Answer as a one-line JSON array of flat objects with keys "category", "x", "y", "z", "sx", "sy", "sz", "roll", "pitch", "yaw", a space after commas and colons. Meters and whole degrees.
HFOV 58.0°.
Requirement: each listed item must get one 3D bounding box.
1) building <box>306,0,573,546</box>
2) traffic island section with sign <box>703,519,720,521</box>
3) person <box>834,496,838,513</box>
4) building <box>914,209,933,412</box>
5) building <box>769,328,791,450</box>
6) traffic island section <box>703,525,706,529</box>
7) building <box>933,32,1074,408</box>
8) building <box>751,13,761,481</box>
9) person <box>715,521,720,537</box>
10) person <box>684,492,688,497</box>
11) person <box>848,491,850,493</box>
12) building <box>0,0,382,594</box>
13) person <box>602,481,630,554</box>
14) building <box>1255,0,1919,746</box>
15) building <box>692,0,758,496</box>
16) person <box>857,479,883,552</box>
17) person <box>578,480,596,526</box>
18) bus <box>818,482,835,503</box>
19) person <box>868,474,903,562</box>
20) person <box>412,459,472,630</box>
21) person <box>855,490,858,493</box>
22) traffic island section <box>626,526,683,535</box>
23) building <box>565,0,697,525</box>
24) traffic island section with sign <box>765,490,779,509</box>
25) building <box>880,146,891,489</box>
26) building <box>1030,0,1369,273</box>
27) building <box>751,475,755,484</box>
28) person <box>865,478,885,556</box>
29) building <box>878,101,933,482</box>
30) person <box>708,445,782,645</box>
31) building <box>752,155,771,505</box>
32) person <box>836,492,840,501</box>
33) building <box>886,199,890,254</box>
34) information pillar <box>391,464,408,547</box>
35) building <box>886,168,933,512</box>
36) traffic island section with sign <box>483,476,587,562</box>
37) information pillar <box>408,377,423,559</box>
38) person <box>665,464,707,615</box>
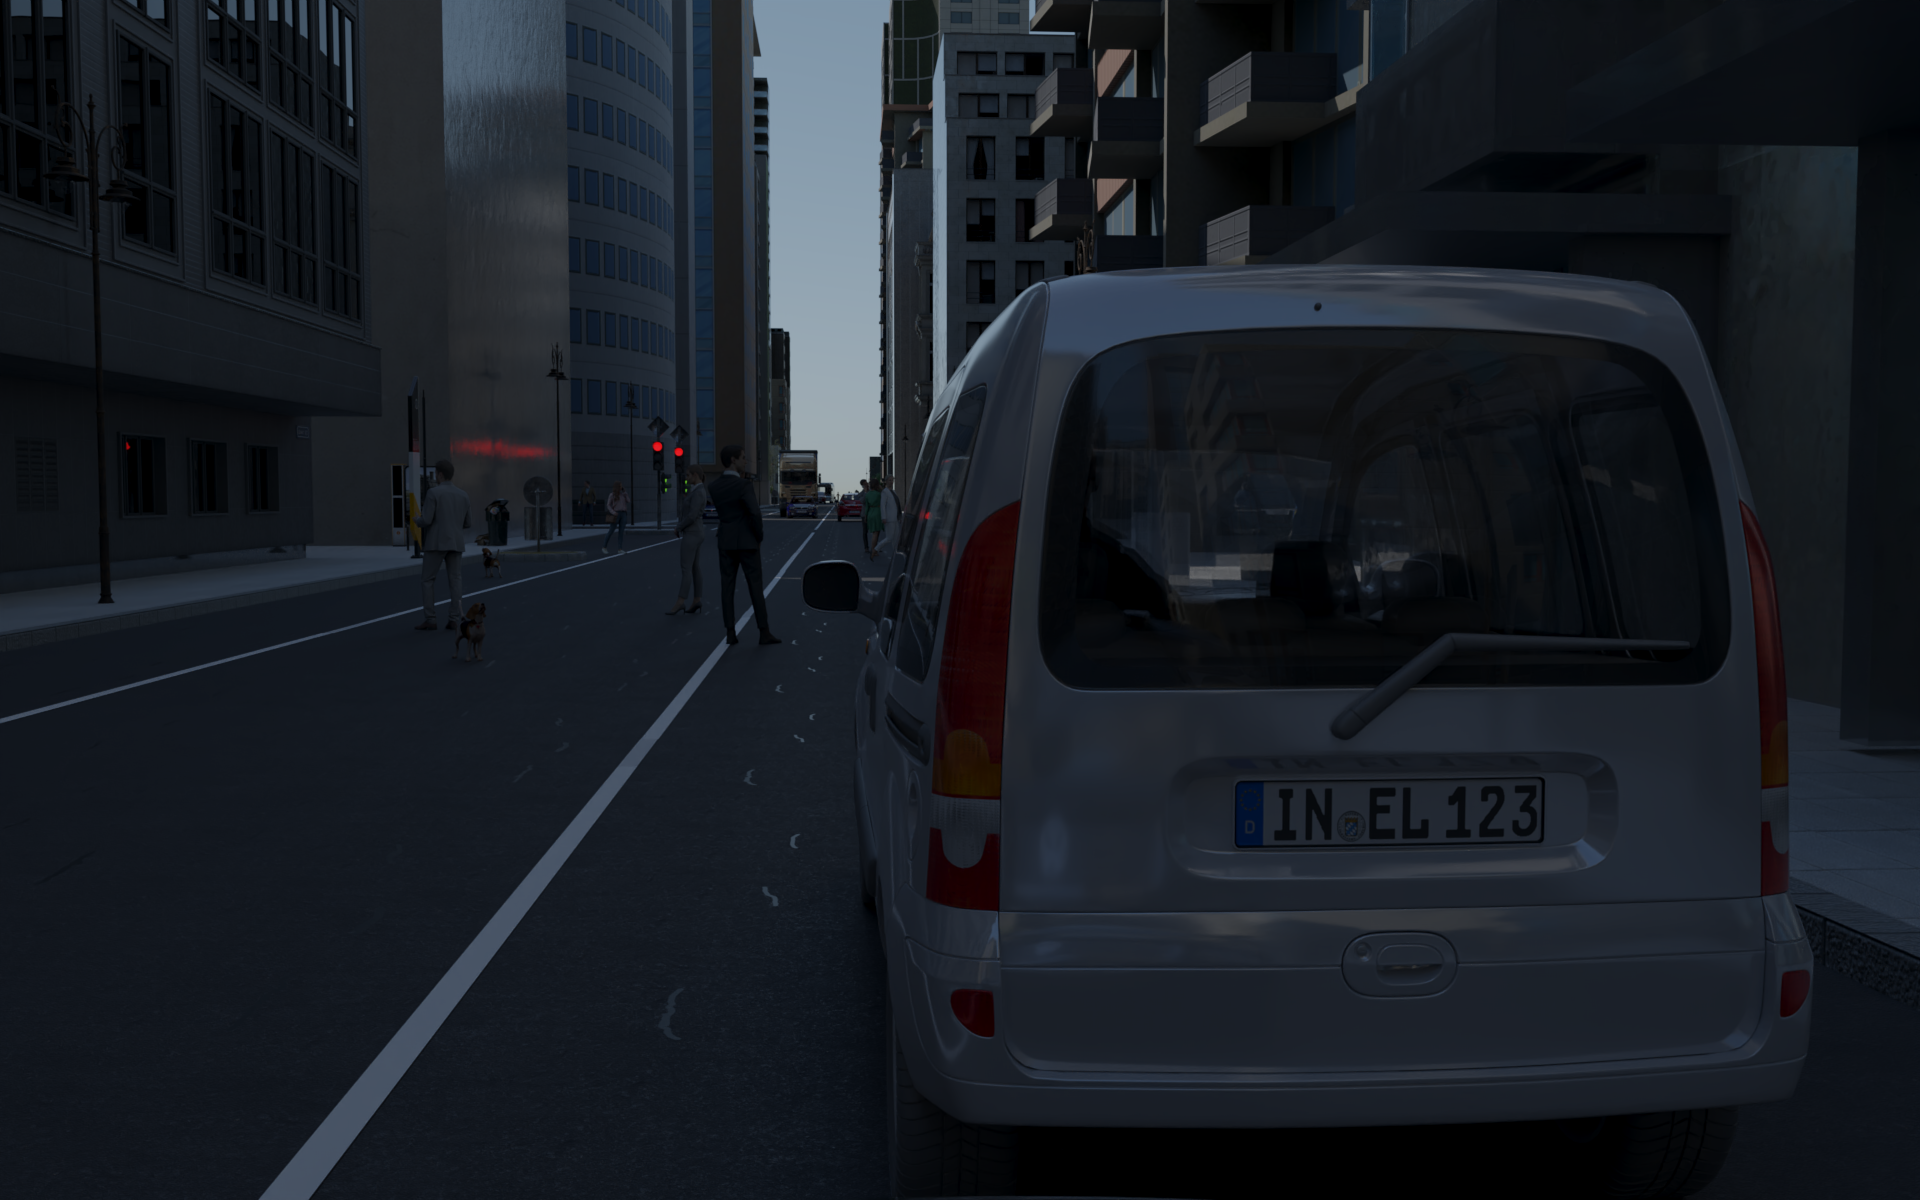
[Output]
[{"category": "building", "x": -30.207, "y": -15.049, "z": 50.566, "sx": 34.151, "sy": 26.468, "sz": 19.350, "roll": 0, "pitch": 4, "yaw": -4}, {"category": "traffic island section with sign", "x": -12.883, "y": -5.136, "z": 92.598, "sx": 1.989, "sy": 1.847, "sz": 2.006, "roll": 0, "pitch": 4, "yaw": -4}, {"category": "person", "x": -9.434, "y": -7.240, "z": 131.553, "sx": 0.352, "sy": 1.250, "sz": 0.332, "roll": 0, "pitch": 4, "yaw": 2}, {"category": "building", "x": 4.384, "y": -17.739, "z": 109.120, "sx": 14.460, "sy": 24.649, "sz": 34.723, "roll": 0, "pitch": 4, "yaw": -4}, {"category": "building", "x": -36.139, "y": -32.044, "z": 295.616, "sx": 14.160, "sy": 30.474, "sz": 14.107, "roll": 0, "pitch": 4, "yaw": -4}, {"category": "traffic island section", "x": -11.384, "y": -2.939, "z": 70.341, "sx": 2.009, "sy": 0.180, "sz": 2.903, "roll": 0, "pitch": 4, "yaw": -4}, {"category": "building", "x": 7.496, "y": -13.525, "z": 75.880, "sx": 16.860, "sy": 20.320, "sz": 10.420, "roll": 0, "pitch": 4, "yaw": -4}, {"category": "building", "x": -35.569, "y": -36.187, "z": 180.890, "sx": 28.713, "sy": 52.752, "sz": 27.495, "roll": 0, "pitch": 4, "yaw": -4}, {"category": "person", "x": -7.894, "y": -3.018, "z": 58.112, "sx": 0.573, "sy": 1.790, "sz": 0.520, "roll": 3, "pitch": 5, "yaw": 44}, {"category": "person", "x": -12.190, "y": -4.044, "z": 77.215, "sx": 0.523, "sy": 1.515, "sz": 0.503, "roll": -3, "pitch": 5, "yaw": -42}, {"category": "person", "x": -11.326, "y": -10.209, "z": 176.360, "sx": 0.756, "sy": 1.711, "sz": 0.436, "roll": -2, "pitch": 4, "yaw": -34}, {"category": "building", "x": -17.641, "y": -13.959, "z": 21.732, "sx": 14.314, "sy": 27.812, "sz": 24.014, "roll": 0, "pitch": 4, "yaw": -4}, {"category": "person", "x": -8.276, "y": -1.983, "z": 41.507, "sx": 0.643, "sy": 1.750, "sz": 0.593, "roll": 3, "pitch": 5, "yaw": 42}, {"category": "building", "x": 14.985, "y": -23.658, "z": 6.418, "sx": 23.786, "sy": 49.044, "sz": 30.456, "roll": 0, "pitch": 4, "yaw": -4}, {"category": "building", "x": -20.995, "y": -28.453, "z": 115.318, "sx": 14.600, "sy": 45.320, "sz": 14.200, "roll": 0, "pitch": 4, "yaw": -4}, {"category": "person", "x": -2.221, "y": -2.079, "z": 42.666, "sx": 0.592, "sy": 1.802, "sz": 0.473, "roll": -1, "pitch": 4, "yaw": -19}, {"category": "person", "x": -15.018, "y": -3.901, "z": 69.738, "sx": 0.656, "sy": 1.842, "sz": 0.836, "roll": -2, "pitch": 4, "yaw": -32}, {"category": "bus", "x": -21.051, "y": -16.811, "z": 269.721, "sx": 2.948, "sy": 3.499, "sz": 13.247, "roll": 0, "pitch": 4, "yaw": -2}, {"category": "person", "x": -1.499, "y": -1.676, "z": 35.776, "sx": 0.818, "sy": 1.842, "sz": 0.514, "roll": 0, "pitch": 4, "yaw": 1}, {"category": "person", "x": -5.525, "y": -0.593, "z": 18.393, "sx": 0.583, "sy": 1.804, "sz": 0.606, "roll": 2, "pitch": 4, "yaw": 33}, {"category": "person", "x": -8.566, "y": -8.271, "z": 143.916, "sx": 0.709, "sy": 1.800, "sz": 0.728, "roll": -3, "pitch": 4, "yaw": -37}, {"category": "traffic island section", "x": -10.849, "y": -2.452, "z": 62.374, "sx": 2.009, "sy": 0.180, "sz": 2.903, "roll": 0, "pitch": 4, "yaw": -4}, {"category": "building", "x": -24.496, "y": -33.038, "z": 82.170, "sx": 21.231, "sy": 58.520, "sz": 28.212, "roll": 0, "pitch": 4, "yaw": -4}, {"category": "traffic island section with sign", "x": -18.050, "y": -9.840, "z": 169.510, "sx": 1.989, "sy": 1.847, "sz": 2.006, "roll": 0, "pitch": 4, "yaw": -4}, {"category": "building", "x": -2.818, "y": -34.536, "z": 214.769, "sx": 14.600, "sy": 45.320, "sz": 14.200, "roll": 0, "pitch": 4, "yaw": -4}, {"category": "building", "x": 13.449, "y": -23.879, "z": 45.040, "sx": 22.147, "sy": 44.769, "sz": 28.867, "roll": 0, "pitch": 4, "yaw": -4}, {"category": "building", "x": -35.051, "y": -28.359, "z": 155.554, "sx": 32.217, "sy": 40.220, "sz": 23.993, "roll": 0, "pitch": 4, "yaw": -4}, {"category": "person", "x": -1.981, "y": -1.920, "z": 40.140, "sx": 0.600, "sy": 1.795, "sz": 0.529, "roll": 1, "pitch": 4, "yaw": 23}, {"category": "building", "x": 2.120, "y": -32.963, "z": 193.575, "sx": 22.147, "sy": 44.769, "sz": 28.867, "roll": 0, "pitch": 4, "yaw": -4}, {"category": "person", "x": -2.084, "y": -0.533, "z": 16.581, "sx": 0.648, "sy": 1.900, "sz": 0.474, "roll": 2, "pitch": 4, "yaw": 25}, {"category": "building", "x": -29.658, "y": -31.733, "z": 202.435, "sx": 14.154, "sy": 41.232, "sz": 14.086, "roll": 0, "pitch": 4, "yaw": -4}, {"category": "person", "x": -21.217, "y": -17.946, "z": 301.876, "sx": 0.705, "sy": 1.831, "sz": 1.348, "roll": 3, "pitch": 4, "yaw": 37}, {"category": "building", "x": -0.317, "y": -24.505, "z": 172.353, "sx": 14.160, "sy": 30.474, "sz": 14.107, "roll": 0, "pitch": 4, "yaw": -4}, {"category": "information pillar", "x": -13.681, "y": -2.311, "z": 42.280, "sx": 0.304, "sy": 2.012, "sz": 0.304, "roll": 0, "pitch": 4, "yaw": -2}, {"category": "building", "x": 0.519, "y": -19.460, "z": 136.195, "sx": 12.078, "sy": 24.808, "sz": 19.932, "roll": 0, "pitch": 4, "yaw": -4}, {"category": "traffic island section with sign", "x": -9.209, "y": -1.780, "z": 37.728, "sx": 1.989, "sy": 1.847, "sz": 2.006, "roll": 0, "pitch": 4, "yaw": -4}, {"category": "information pillar", "x": -10.827, "y": -2.632, "z": 34.383, "sx": 0.183, "sy": 3.616, "sz": 0.504, "roll": 0, "pitch": 4, "yaw": -2}, {"category": "person", "x": -3.300, "y": -0.733, "z": 20.751, "sx": 0.573, "sy": 1.790, "sz": 0.520, "roll": -1, "pitch": 4, "yaw": -22}]
